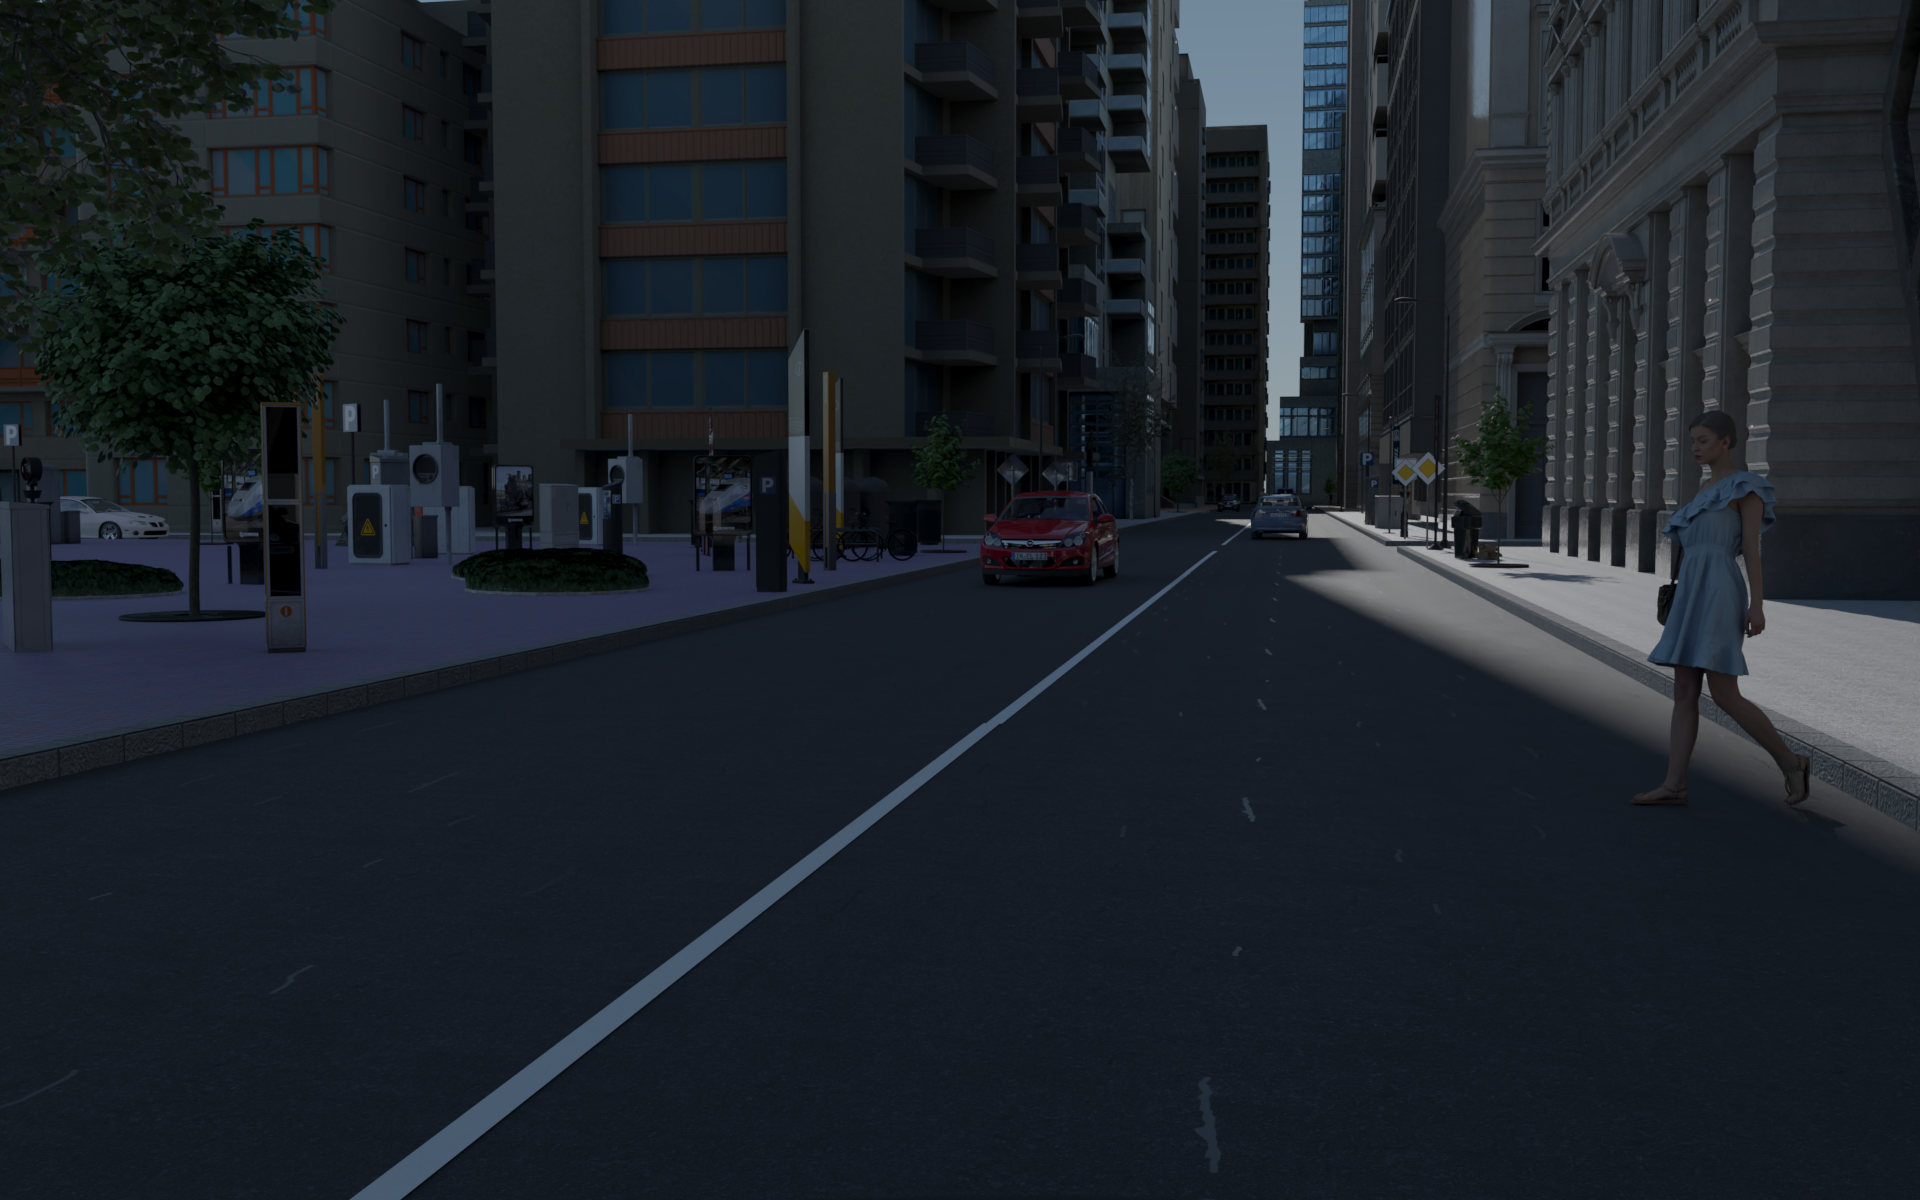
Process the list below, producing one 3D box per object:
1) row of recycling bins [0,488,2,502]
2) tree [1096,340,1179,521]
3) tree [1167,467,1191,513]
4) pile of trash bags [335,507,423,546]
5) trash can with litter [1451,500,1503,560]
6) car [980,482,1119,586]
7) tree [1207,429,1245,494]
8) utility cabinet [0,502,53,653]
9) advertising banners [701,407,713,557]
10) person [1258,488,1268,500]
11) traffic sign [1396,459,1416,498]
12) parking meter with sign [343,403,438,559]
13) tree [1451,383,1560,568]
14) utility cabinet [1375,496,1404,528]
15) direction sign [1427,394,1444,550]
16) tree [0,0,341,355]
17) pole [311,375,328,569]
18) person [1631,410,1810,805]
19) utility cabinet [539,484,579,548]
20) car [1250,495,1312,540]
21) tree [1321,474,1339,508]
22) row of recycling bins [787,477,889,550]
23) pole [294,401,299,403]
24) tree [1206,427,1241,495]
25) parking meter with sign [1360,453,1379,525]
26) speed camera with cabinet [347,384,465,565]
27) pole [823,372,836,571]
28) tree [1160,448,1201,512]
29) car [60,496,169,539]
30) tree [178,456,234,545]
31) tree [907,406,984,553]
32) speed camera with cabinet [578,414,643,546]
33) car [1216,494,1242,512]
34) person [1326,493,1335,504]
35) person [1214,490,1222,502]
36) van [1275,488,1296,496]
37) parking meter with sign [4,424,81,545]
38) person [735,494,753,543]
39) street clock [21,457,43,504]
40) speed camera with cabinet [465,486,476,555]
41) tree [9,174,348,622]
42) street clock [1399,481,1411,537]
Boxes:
[{"bbox_3d":[-26.356,-2.267,44.181,3.534,1.692,1.069,-1,4,-12],"label":"row of recycling bins"},{"bbox_3d":[8.391,-8.152,83.650,4.360,8.622,3.978,0,3,0],"label":"tree"},{"bbox_3d":[15.350,-7.692,120.362,1.663,3.219,1.824,0,3,0],"label":"tree"},{"bbox_3d":[-13.815,-2.001,42.476,3.447,1.369,1.912,3,5,44],"label":"pile of trash bags"},{"bbox_3d":[10.200,-1.389,34.094,0.624,1.170,1.055,-3,4,-37],"label":"trash can with litter"},{"bbox_3d":[1.537,-1.197,28.609,2.155,1.783,4.494,1,4,12],"label":"car"},{"bbox_3d":[30.289,-15.117,197.516,4.360,8.622,3.978,0,3,0],"label":"tree"},{"bbox_3d":[-7.797,-0.202,14.468,0.306,1.237,1.020,-2,4,-33],"label":"utility cabinet"},{"bbox_3d":[-5.248,-2.429,35.903,0.090,3.025,2.074,-1,4,-14],"label":"advertising banners"},{"bbox_3d":[17.422,-5.567,99.715,0.606,1.804,0.583,0,4,-7],"label":"person"},{"bbox_3d":[12.830,-2.921,49.884,0.606,2.300,0.079,1,4,11],"label":"traffic sign"},{"bbox_3d":[-11.171,-2.314,34.092,0.543,3.016,1.738,3,5,42],"label":"parking meter with sign"},{"bbox_3d":[9.367,-2.192,30.436,1.663,3.219,1.824,0,3,0],"label":"tree"},{"bbox_3d":[16.069,-3.282,64.822,1.020,1.237,0.306,-1,4,-9],"label":"utility cabinet"},{"bbox_3d":[10.932,-2.919,39.723,0.379,3.537,0.876,1,4,22],"label":"direction sign"},{"bbox_3d":[-7.170,-5.550,8.862,7.486,12.596,7.792,0,3,0],"label":"tree"},{"bbox_3d":[-10.988,-2.193,29.702,0.158,3.312,0.155,0,3,0],"label":"pole"},{"bbox_3d":[3.486,0.038,7.967,0.778,1.811,0.616,0,4,2],"label":"person"},{"bbox_3d":[-8.574,-1.740,37.130,0.318,1.500,1.173,1,4,16],"label":"utility cabinet"},{"bbox_3d":[10.343,-2.688,55.949,2.014,1.417,4.499,1,4,12],"label":"car"},{"bbox_3d":[34.681,-10.304,163.079,1.663,3.219,1.824,0,3,0],"label":"tree"},{"bbox_3d":[-3.179,-2.077,41.078,3.534,1.692,1.069,-3,4,-38],"label":"row of recycling bins"},{"bbox_3d":[-12.651,-2.397,33.027,0.158,3.312,0.155,0,3,0],"label":"pole"},{"bbox_3d":[28.948,-14.723,191.075,4.737,8.622,4.395,0,3,0],"label":"tree"},{"bbox_3d":[17.104,-4.632,71.999,0.543,3.016,1.738,0,4,-1],"label":"parking meter with sign"},{"bbox_3d":[-10.057,-2.257,31.238,2.038,3.252,0.660,1,4,20],"label":"speed camera with cabinet"},{"bbox_3d":[-2.187,-2.153,29.037,0.158,3.312,0.155,0,3,0],"label":"pole"},{"bbox_3d":[15.438,-8.543,123.385,4.285,4.588,4.351,0,3,0],"label":"tree"},{"bbox_3d":[-25.853,-2.380,51.274,4.827,1.381,2.083,1,4,11],"label":"car"},{"bbox_3d":[-18.879,-3.016,43.906,1.663,3.219,1.824,0,3,0],"label":"tree"},{"bbox_3d":[-0.245,-2.651,37.951,1.663,3.219,1.824,0,3,0],"label":"tree"},{"bbox_3d":[-8.805,-2.988,43.190,2.038,3.252,0.660,3,4,38],"label":"speed camera with cabinet"},{"bbox_3d":[21.539,-7.884,138.688,2.009,1.686,4.222,1,4,10],"label":"car"},{"bbox_3d":[43.154,-11.752,201.476,1.217,1.723,0.721,1,4,20],"label":"person"},{"bbox_3d":[30.714,-12.054,205.218,1.348,1.869,0.705,2,4,33],"label":"person"},{"bbox_3d":[35.221,-11.199,187.489,2.240,2.365,5.245,1,4,10],"label":"van"},{"bbox_3d":[-23.244,-2.917,43.958,0.543,3.016,1.738,2,4,25],"label":"parking meter with sign"},{"bbox_3d":[-6.031,-2.400,48.010,0.573,1.790,0.520,0,4,-4],"label":"person"},{"bbox_3d":[-18.203,-1.800,34.006,0.471,2.002,0.358,3,5,40],"label":"street clock"},{"bbox_3d":[-11.384,-2.593,36.730,2.038,3.252,0.660,0,4,-6],"label":"speed camera with cabinet"},{"bbox_3d":[-7.977,-2.085,17.801,4.285,4.588,4.351,0,3,0],"label":"tree"},{"bbox_3d":[13.207,-2.867,51.443,0.358,2.002,0.471,0,4,-8],"label":"street clock"}]
